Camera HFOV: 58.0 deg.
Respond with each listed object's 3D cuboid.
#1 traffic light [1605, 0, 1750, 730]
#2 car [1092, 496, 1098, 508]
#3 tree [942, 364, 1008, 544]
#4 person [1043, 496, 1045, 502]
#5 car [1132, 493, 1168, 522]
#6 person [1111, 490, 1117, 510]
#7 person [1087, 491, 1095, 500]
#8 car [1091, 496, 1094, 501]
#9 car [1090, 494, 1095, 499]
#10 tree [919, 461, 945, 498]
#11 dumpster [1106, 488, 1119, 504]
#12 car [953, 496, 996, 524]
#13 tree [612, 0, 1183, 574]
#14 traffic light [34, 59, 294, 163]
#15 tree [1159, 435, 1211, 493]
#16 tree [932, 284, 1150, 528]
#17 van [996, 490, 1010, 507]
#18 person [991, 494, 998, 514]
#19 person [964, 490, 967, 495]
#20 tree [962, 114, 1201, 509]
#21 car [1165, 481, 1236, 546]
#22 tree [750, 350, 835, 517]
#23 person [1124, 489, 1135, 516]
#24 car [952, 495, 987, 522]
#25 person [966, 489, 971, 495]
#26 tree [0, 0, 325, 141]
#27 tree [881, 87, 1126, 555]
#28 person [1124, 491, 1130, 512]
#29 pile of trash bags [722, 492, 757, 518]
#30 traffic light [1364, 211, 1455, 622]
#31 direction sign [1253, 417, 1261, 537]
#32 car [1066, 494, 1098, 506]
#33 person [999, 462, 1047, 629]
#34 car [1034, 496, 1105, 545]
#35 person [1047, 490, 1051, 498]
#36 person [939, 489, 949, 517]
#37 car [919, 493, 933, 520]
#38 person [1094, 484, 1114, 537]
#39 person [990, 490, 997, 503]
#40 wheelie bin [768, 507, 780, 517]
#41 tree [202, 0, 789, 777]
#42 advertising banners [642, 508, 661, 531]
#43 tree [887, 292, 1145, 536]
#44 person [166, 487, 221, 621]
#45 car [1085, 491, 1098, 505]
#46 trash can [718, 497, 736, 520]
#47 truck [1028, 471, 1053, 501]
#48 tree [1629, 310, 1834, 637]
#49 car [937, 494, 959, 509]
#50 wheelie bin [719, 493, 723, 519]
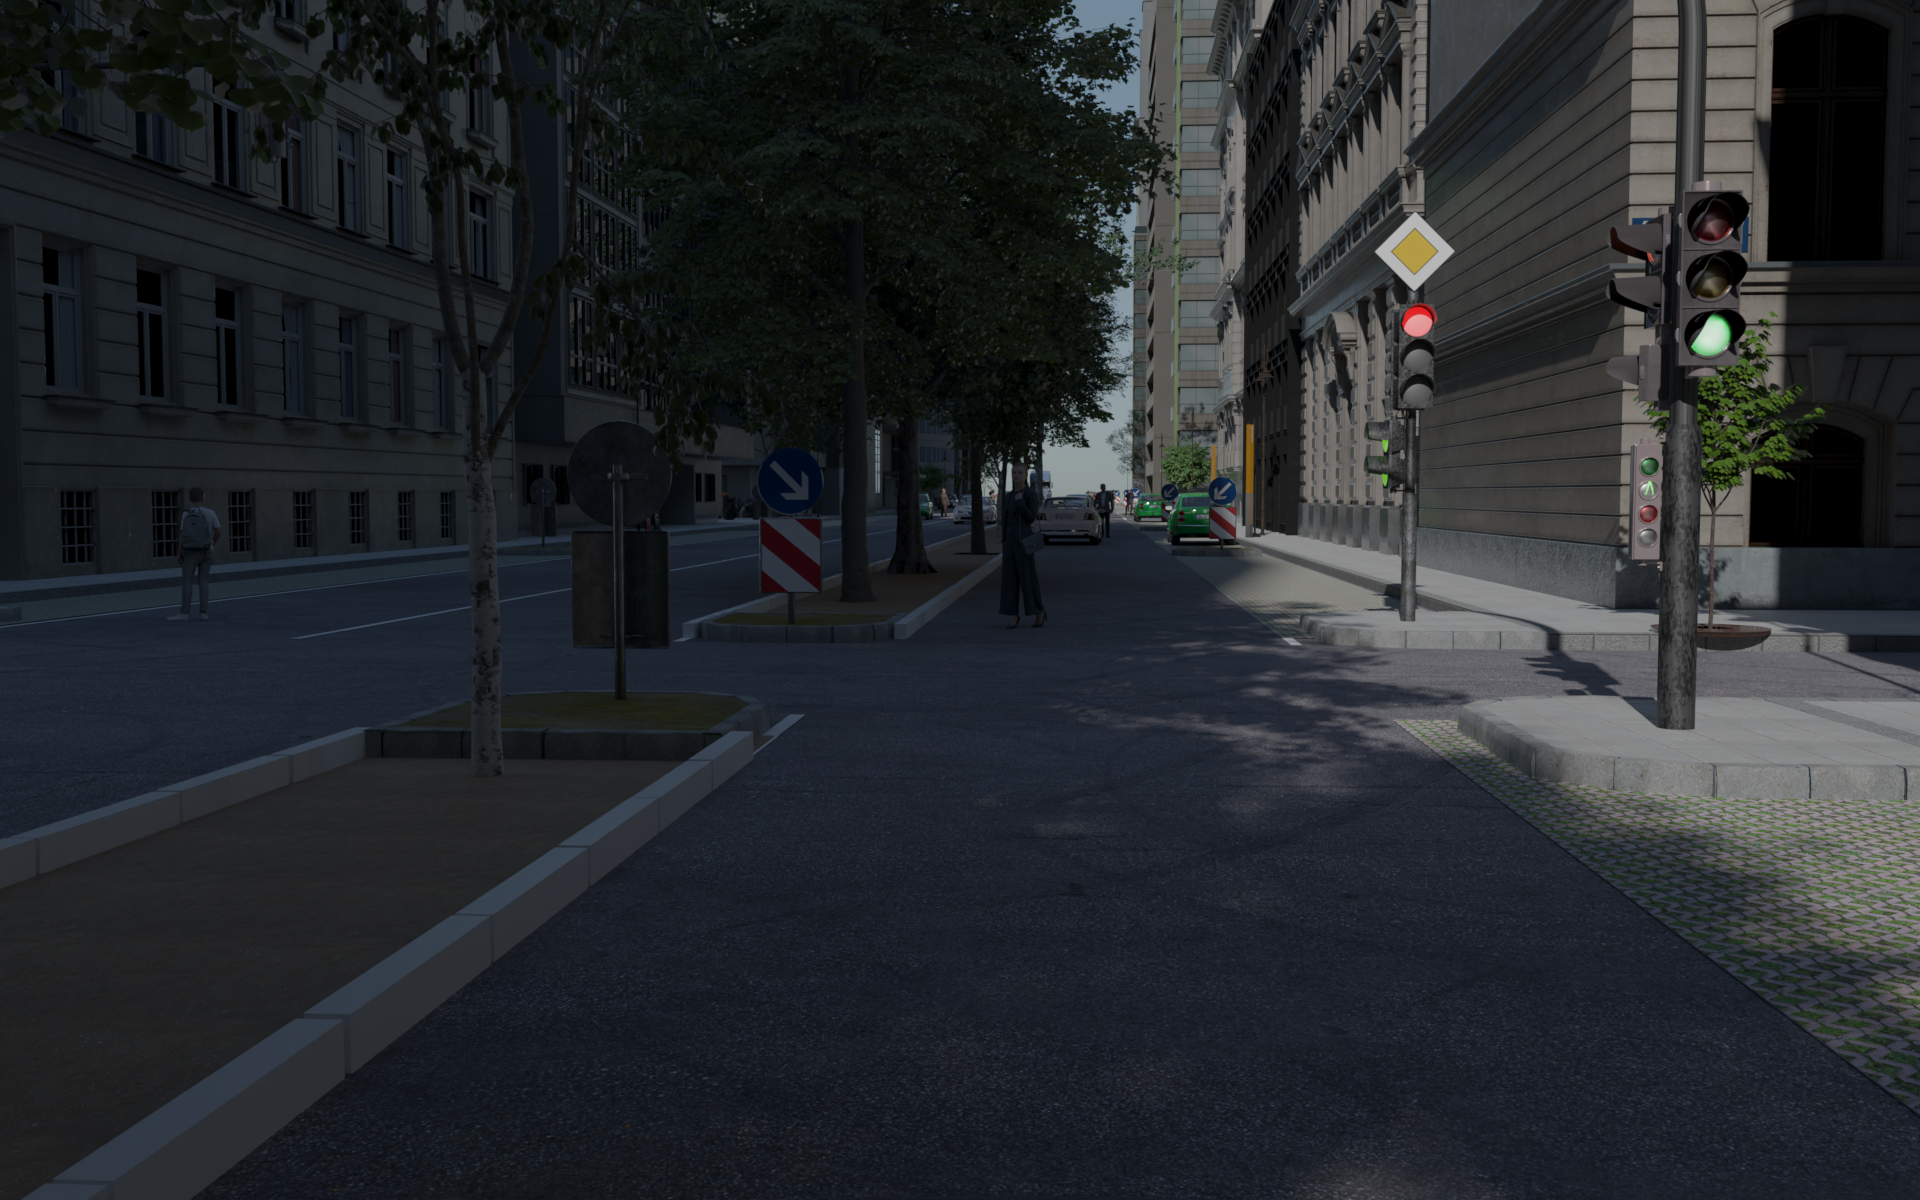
[{"bbox_3d":[1.811,-2.126,9.433,4.771,5.953,1.251,0,4,4],"label":"traffic light"},{"bbox_3d":[7.758,-5.870,108.550,1.945,1.354,3.894,0,4,6],"label":"car"},{"bbox_3d":[1.097,-5.899,49.262,4.737,8.622,4.395,0,3,0],"label":"tree"},{"bbox_3d":[4.533,-5.599,100.056,0.705,1.823,1.348,-3,4,-36],"label":"person"},{"bbox_3d":[9.849,-4.893,88.788,1.959,1.807,4.718,0,4,3],"label":"car"},{"bbox_3d":[13.505,-8.793,152.276,0.705,1.822,1.348,-1,4,-16],"label":"person"},{"bbox_3d":[11.080,-8.540,148.843,1.217,1.735,0.721,-2,4,-28],"label":"person"},{"bbox_3d":[7.138,-5.522,102.280,2.014,1.417,4.499,0,4,6],"label":"car"},{"bbox_3d":[15.646,-12.340,211.982,2.015,1.641,3.980,0,4,5],"label":"car"},{"bbox_3d":[-3.031,-11.386,169.869,4.285,4.588,4.351,0,3,0],"label":"tree"},{"bbox_3d":[21.867,-14.881,248.252,1.985,2.255,1.502,0,4,5],"label":"dumpster"},{"bbox_3d":[0.740,-4.348,83.448,2.083,1.381,4.827,0,4,5],"label":"car"},{"bbox_3d":[-0.913,-6.806,30.745,9.611,12.733,9.660,0,3,0],"label":"tree"},{"bbox_3d":[-9.518,-2.678,18.455,4.771,5.953,1.251,0,4,4],"label":"traffic light"},{"bbox_3d":[12.726,-6.933,97.070,4.285,4.588,4.351,0,3,0],"label":"tree"},{"bbox_3d":[2.741,-9.783,72.772,12.009,13.543,11.850,0,3,0],"label":"tree"},{"bbox_3d":[4.847,-11.233,190.676,2.013,2.044,4.112,0,4,3],"label":"van"},{"bbox_3d":[2.794,-7.006,123.763,1.217,1.743,0.721,1,4,11],"label":"person"},{"bbox_3d":[0.620,-8.406,146.653,0.721,1.743,1.217,1,4,18],"label":"person"},{"bbox_3d":[5.139,-13.908,85.745,12.611,20.169,13.585,0,3,0],"label":"tree"},{"bbox_3d":[6.851,-2.481,49.366,1.959,1.807,4.718,0,4,4],"label":"car"},{"bbox_3d":[-9.718,-9.404,88.174,8.767,10.594,7.601,-3,5,-43],"label":"tree"},{"bbox_3d":[11.048,-6.371,113.118,0.683,1.767,0.568,0,4,-2],"label":"person"},{"bbox_3d":[0.626,-4.811,90.656,2.014,1.417,4.499,0,4,2],"label":"car"},{"bbox_3d":[0.769,-8.119,141.332,1.350,1.814,0.705,-2,4,-34],"label":"person"},{"bbox_3d":[-2.686,-4.990,2.165,7.486,12.596,7.792,0,3,0],"label":"tree"},{"bbox_3d":[0.332,-6.872,40.563,9.928,11.665,9.643,0,3,0],"label":"tree"},{"bbox_3d":[13.590,-7.962,139.508,0.721,1.723,1.217,-2,4,-35],"label":"person"},{"bbox_3d":[-11.908,-5.074,92.704,1.912,1.369,3.447,1,4,22],"label":"pile of trash bags"},{"bbox_3d":[4.506,-1.741,17.379,0.839,4.253,0.868,0,4,4],"label":"traffic light"},{"bbox_3d":[8.785,-3.640,51.512,0.379,3.537,0.876,1,4,15],"label":"direction sign"},{"bbox_3d":[5.995,-4.635,87.579,2.131,1.459,4.920,0,4,5],"label":"car"},{"bbox_3d":[0.652,-0.589,18.557,0.576,1.772,0.534,2,4,29],"label":"person"},{"bbox_3d":[3.153,-2.314,50.193,2.083,1.381,4.827,0,4,6],"label":"car"},{"bbox_3d":[6.471,-7.128,125.955,0.530,1.710,0.541,0,4,-4],"label":"person"},{"bbox_3d":[-0.978,-6.151,109.625,0.434,1.755,0.990,-3,4,-37],"label":"person"},{"bbox_3d":[-2.471,-5.394,96.980,1.959,1.807,4.718,0,4,2],"label":"car"},{"bbox_3d":[4.723,-2.932,56.837,0.661,1.777,0.834,0,4,-1],"label":"person"},{"bbox_3d":[2.725,-7.863,137.776,0.721,1.736,1.217,-2,4,-29],"label":"person"},{"bbox_3d":[-9.967,-5.102,91.324,0.693,1.594,0.980,2,4,34],"label":"wheelie bin"},{"bbox_3d":[-2.401,-3.393,8.292,4.360,8.622,3.978,0,3,0],"label":"tree"},{"bbox_3d":[-10.232,-3.706,56.776,0.090,3.025,2.074,1,4,12],"label":"advertising banners"},{"bbox_3d":[1.291,-7.253,55.463,8.767,10.594,7.601,0,4,4],"label":"tree"},{"bbox_3d":[-8.671,-0.521,19.617,0.523,1.515,0.503,1,4,14],"label":"person"},{"bbox_3d":[17.677,-13.754,233.548,2.281,1.827,5.304,0,4,4],"label":"car"},{"bbox_3d":[-11.412,-4.525,85.631,0.748,1.137,0.748,0,3,0],"label":"trash can"},{"bbox_3d":[9.745,-13.234,206.135,2.967,4.110,18.799,0,4,4],"label":"truck"},{"bbox_3d":[7.076,-1.302,15.896,1.663,3.219,1.824,0,3,0],"label":"tree"},{"bbox_3d":[-1.056,-8.939,155.940,2.009,1.686,4.222,0,4,4],"label":"car"},{"bbox_3d":[-12.594,-4.970,89.175,0.980,1.594,0.693,1,4,10],"label":"wheelie bin"}]
